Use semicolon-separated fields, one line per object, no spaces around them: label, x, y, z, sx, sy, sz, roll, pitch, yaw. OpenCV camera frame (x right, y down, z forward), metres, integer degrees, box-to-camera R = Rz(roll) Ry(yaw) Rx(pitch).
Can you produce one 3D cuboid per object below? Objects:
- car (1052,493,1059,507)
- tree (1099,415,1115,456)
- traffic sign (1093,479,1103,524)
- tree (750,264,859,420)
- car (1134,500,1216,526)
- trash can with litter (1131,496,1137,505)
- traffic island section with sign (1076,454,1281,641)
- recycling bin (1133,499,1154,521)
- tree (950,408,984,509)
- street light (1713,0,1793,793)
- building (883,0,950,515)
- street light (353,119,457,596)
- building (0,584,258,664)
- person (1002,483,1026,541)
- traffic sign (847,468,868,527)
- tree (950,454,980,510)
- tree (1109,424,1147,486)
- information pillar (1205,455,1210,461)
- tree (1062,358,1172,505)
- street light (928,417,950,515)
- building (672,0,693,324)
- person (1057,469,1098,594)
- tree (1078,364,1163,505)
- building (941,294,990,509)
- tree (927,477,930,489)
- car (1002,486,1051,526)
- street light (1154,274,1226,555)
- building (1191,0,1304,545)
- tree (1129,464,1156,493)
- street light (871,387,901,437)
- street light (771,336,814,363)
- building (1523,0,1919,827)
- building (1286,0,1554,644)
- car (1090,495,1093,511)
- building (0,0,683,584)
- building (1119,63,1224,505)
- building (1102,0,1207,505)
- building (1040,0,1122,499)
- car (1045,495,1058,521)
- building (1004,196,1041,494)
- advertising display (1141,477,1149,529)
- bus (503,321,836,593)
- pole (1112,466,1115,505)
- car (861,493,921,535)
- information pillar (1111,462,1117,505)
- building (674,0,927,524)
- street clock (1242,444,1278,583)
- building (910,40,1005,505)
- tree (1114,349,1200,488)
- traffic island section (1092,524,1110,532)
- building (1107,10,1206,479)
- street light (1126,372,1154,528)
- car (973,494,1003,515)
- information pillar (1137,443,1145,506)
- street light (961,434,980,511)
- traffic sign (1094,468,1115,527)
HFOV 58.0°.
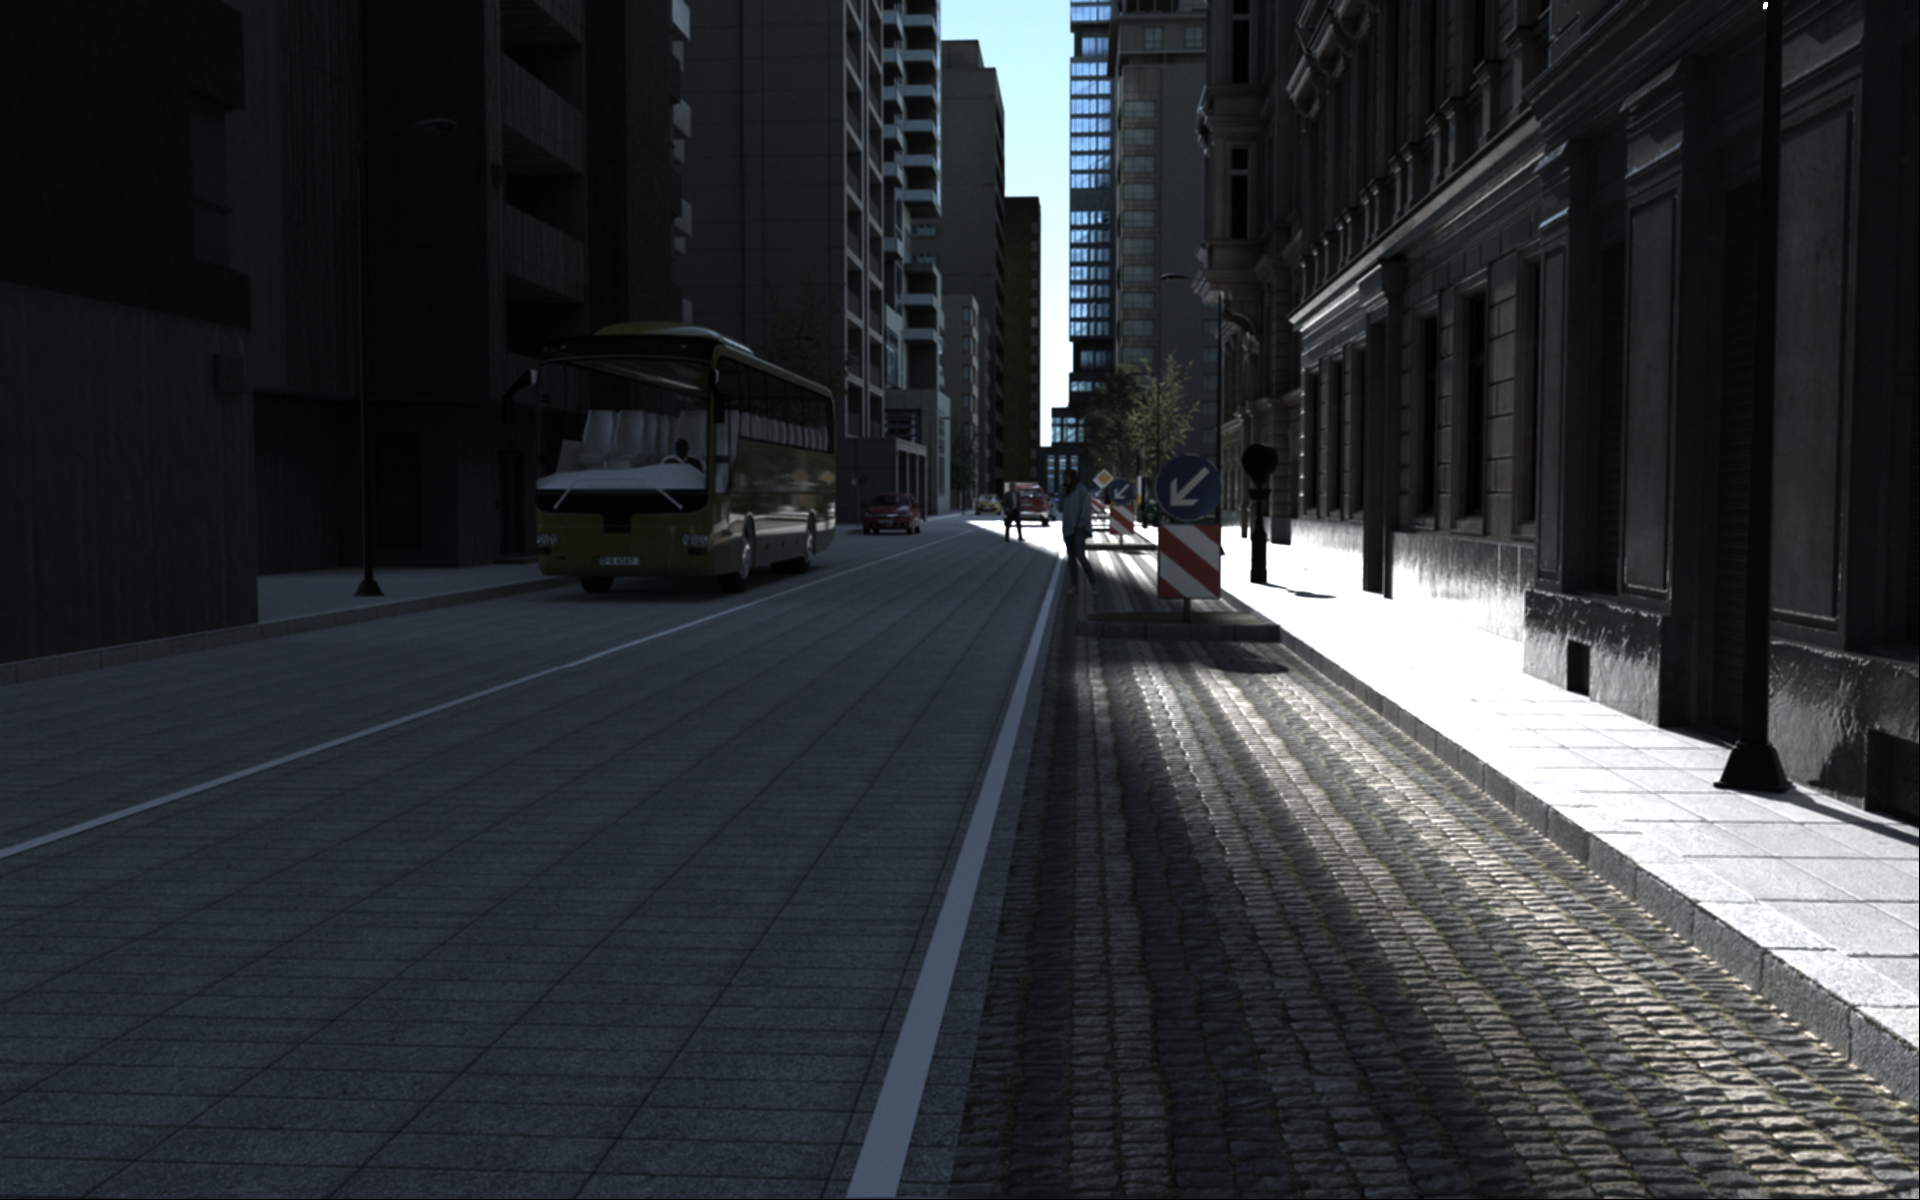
car;9.375;-9.360;162.620;1.945;1.707;3.694;0;4;3
tree;13.243;-11.500;138.394;4.360;8.622;3.978;0;3;0
traffic sign;6.093;-4.336;74.531;0.795;2.450;0.064;0;4;4
tree;-5.342;-6.478;56.275;4.737;8.622;4.395;0;3;0
car;9.518;-3.557;69.948;4.920;1.459;2.131;0;4;2
trash can with litter;10.419;-5.498;101.282;0.624;1.170;1.055;-1;4;-18
traffic island section with sign;2.194;-0.561;17.797;1.989;1.847;2.006;0;4;4
recycling bin;8.624;-4.213;81.443;0.722;1.027;0.722;-3;5;-39
tree;0.075;-12.029;147.030;4.360;8.622;3.978;0;3;0
street light;2.943;-2.136;7.471;1.470;5.913;1.316;0;4;4
building;-11.453;-49.396;120.291;22.319;86.520;31.000;0;4;4
street light;-6.928;-3.004;21.660;1.470;5.913;1.316;0;4;4
building;-14.439;-14.569;9.910;14.160;30.474;14.107;0;4;4
person;1.641;-2.659;52.379;0.661;1.777;0.834;-2;4;-35
traffic sign;-3.979;-3.890;67.242;0.795;2.450;0.064;0;4;4
tree;-0.057;-9.651;141.506;4.285;4.588;4.351;0;3;0
tree;15.265;-12.759;158.969;4.737;8.622;4.395;0;3;0
information pillar;14.860;-6.892;104.039;0.183;3.616;0.504;-2;4;-25
tree;11.154;-11.290;119.006;7.601;10.594;8.767;2;4;33
street light;-1.274;-8.080;104.649;1.470;5.913;1.316;0;4;4
building;-25.196;-26.808;57.921;30.456;49.044;23.786;0;4;4
person;1.692;-0.978;24.755;0.793;1.790;0.793;1;4;22
tree;14.019;-14.233;150.833;7.486;12.596;7.792;0;3;0
building;-11.697;-19.611;165.674;27.650;21.520;28.899;0;4;4
tree;-2.501;-6.477;100.501;1.663;3.219;1.824;0;3;0
car;3.024;-4.299;78.954;2.281;1.827;5.304;0;4;2
street light;4.945;-3.926;36.732;1.470;5.913;1.316;0;4;4
building;13.882;-14.016;48.241;14.460;24.649;34.723;0;4;4
tree;11.835;-7.067;110.150;1.663;3.219;1.824;0;3;0
street light;-3.261;-6.267;75.015;1.470;5.913;1.316;0;4;4
street light;-4.990;-4.794;50.926;1.470;5.913;1.316;0;4;4
building;8.092;-9.383;2.566;9.793;20.994;18.267;0;4;4
building;10.034;-9.581;21.275;10.561;19.102;19.286;0;4;4
car;9.924;-7.382;132.695;2.014;1.417;4.499;0;4;3
building;-13.768;-15.942;32.353;14.160;30.474;14.107;0;4;4
building;22.587;-29.643;168.251;14.154;41.232;14.086;0;4;4
building;27.981;-47.336;212.193;20.563;71.187;20.611;0;4;4
building;26.973;-56.809;241.492;31.000;86.520;22.319;0;4;4
car;4.331;-4.997;93.696;2.014;1.417;4.499;0;4;3
building;4.198;-34.049;240.295;14.086;41.232;14.154;0;4;4
advertising display;6.877;-3.614;64.304;0.123;1.923;0.974;1;4;16
bus;-4.101;-2.256;28.431;2.896;3.916;12.252;0;4;4
pole;11.159;-8.072;125.821;0.158;3.312;0.155;0;3;0
car;-2.438;-3.272;62.536;2.155;1.783;4.494;0;4;4
information pillar;11.399;-8.381;128.389;0.504;3.616;0.183;-2;4;-35
building;-12.219;-39.477;83.708;20.563;71.187;20.611;0;4;4
street clock;4.325;-1.251;25.026;0.471;2.002;0.358;2;4;35
building;-6.235;-34.646;190.166;21.300;48.544;21.600;0;4;4
tree;10.284;-8.476;88.950;4.360;8.622;3.978;0;3;0
traffic island section;5.565;-2.713;66.640;2.009;0.180;2.903;0;4;4
building;30.415;-36.631;188.160;28.713;52.752;27.495;0;4;4
street light;7.012;-5.719;66.046;1.470;5.913;1.316;0;4;4
car;1.956;-6.675;119.359;2.015;1.641;3.980;0;4;3
information pillar;8.367;-5.420;79.964;0.504;3.616;0.183;-3;5;-41
street light;0.814;-9.889;134.218;1.470;5.913;1.316;0;4;4
traffic sign;5.541;-3.848;66.565;0.795;2.450;0.064;0;4;4
